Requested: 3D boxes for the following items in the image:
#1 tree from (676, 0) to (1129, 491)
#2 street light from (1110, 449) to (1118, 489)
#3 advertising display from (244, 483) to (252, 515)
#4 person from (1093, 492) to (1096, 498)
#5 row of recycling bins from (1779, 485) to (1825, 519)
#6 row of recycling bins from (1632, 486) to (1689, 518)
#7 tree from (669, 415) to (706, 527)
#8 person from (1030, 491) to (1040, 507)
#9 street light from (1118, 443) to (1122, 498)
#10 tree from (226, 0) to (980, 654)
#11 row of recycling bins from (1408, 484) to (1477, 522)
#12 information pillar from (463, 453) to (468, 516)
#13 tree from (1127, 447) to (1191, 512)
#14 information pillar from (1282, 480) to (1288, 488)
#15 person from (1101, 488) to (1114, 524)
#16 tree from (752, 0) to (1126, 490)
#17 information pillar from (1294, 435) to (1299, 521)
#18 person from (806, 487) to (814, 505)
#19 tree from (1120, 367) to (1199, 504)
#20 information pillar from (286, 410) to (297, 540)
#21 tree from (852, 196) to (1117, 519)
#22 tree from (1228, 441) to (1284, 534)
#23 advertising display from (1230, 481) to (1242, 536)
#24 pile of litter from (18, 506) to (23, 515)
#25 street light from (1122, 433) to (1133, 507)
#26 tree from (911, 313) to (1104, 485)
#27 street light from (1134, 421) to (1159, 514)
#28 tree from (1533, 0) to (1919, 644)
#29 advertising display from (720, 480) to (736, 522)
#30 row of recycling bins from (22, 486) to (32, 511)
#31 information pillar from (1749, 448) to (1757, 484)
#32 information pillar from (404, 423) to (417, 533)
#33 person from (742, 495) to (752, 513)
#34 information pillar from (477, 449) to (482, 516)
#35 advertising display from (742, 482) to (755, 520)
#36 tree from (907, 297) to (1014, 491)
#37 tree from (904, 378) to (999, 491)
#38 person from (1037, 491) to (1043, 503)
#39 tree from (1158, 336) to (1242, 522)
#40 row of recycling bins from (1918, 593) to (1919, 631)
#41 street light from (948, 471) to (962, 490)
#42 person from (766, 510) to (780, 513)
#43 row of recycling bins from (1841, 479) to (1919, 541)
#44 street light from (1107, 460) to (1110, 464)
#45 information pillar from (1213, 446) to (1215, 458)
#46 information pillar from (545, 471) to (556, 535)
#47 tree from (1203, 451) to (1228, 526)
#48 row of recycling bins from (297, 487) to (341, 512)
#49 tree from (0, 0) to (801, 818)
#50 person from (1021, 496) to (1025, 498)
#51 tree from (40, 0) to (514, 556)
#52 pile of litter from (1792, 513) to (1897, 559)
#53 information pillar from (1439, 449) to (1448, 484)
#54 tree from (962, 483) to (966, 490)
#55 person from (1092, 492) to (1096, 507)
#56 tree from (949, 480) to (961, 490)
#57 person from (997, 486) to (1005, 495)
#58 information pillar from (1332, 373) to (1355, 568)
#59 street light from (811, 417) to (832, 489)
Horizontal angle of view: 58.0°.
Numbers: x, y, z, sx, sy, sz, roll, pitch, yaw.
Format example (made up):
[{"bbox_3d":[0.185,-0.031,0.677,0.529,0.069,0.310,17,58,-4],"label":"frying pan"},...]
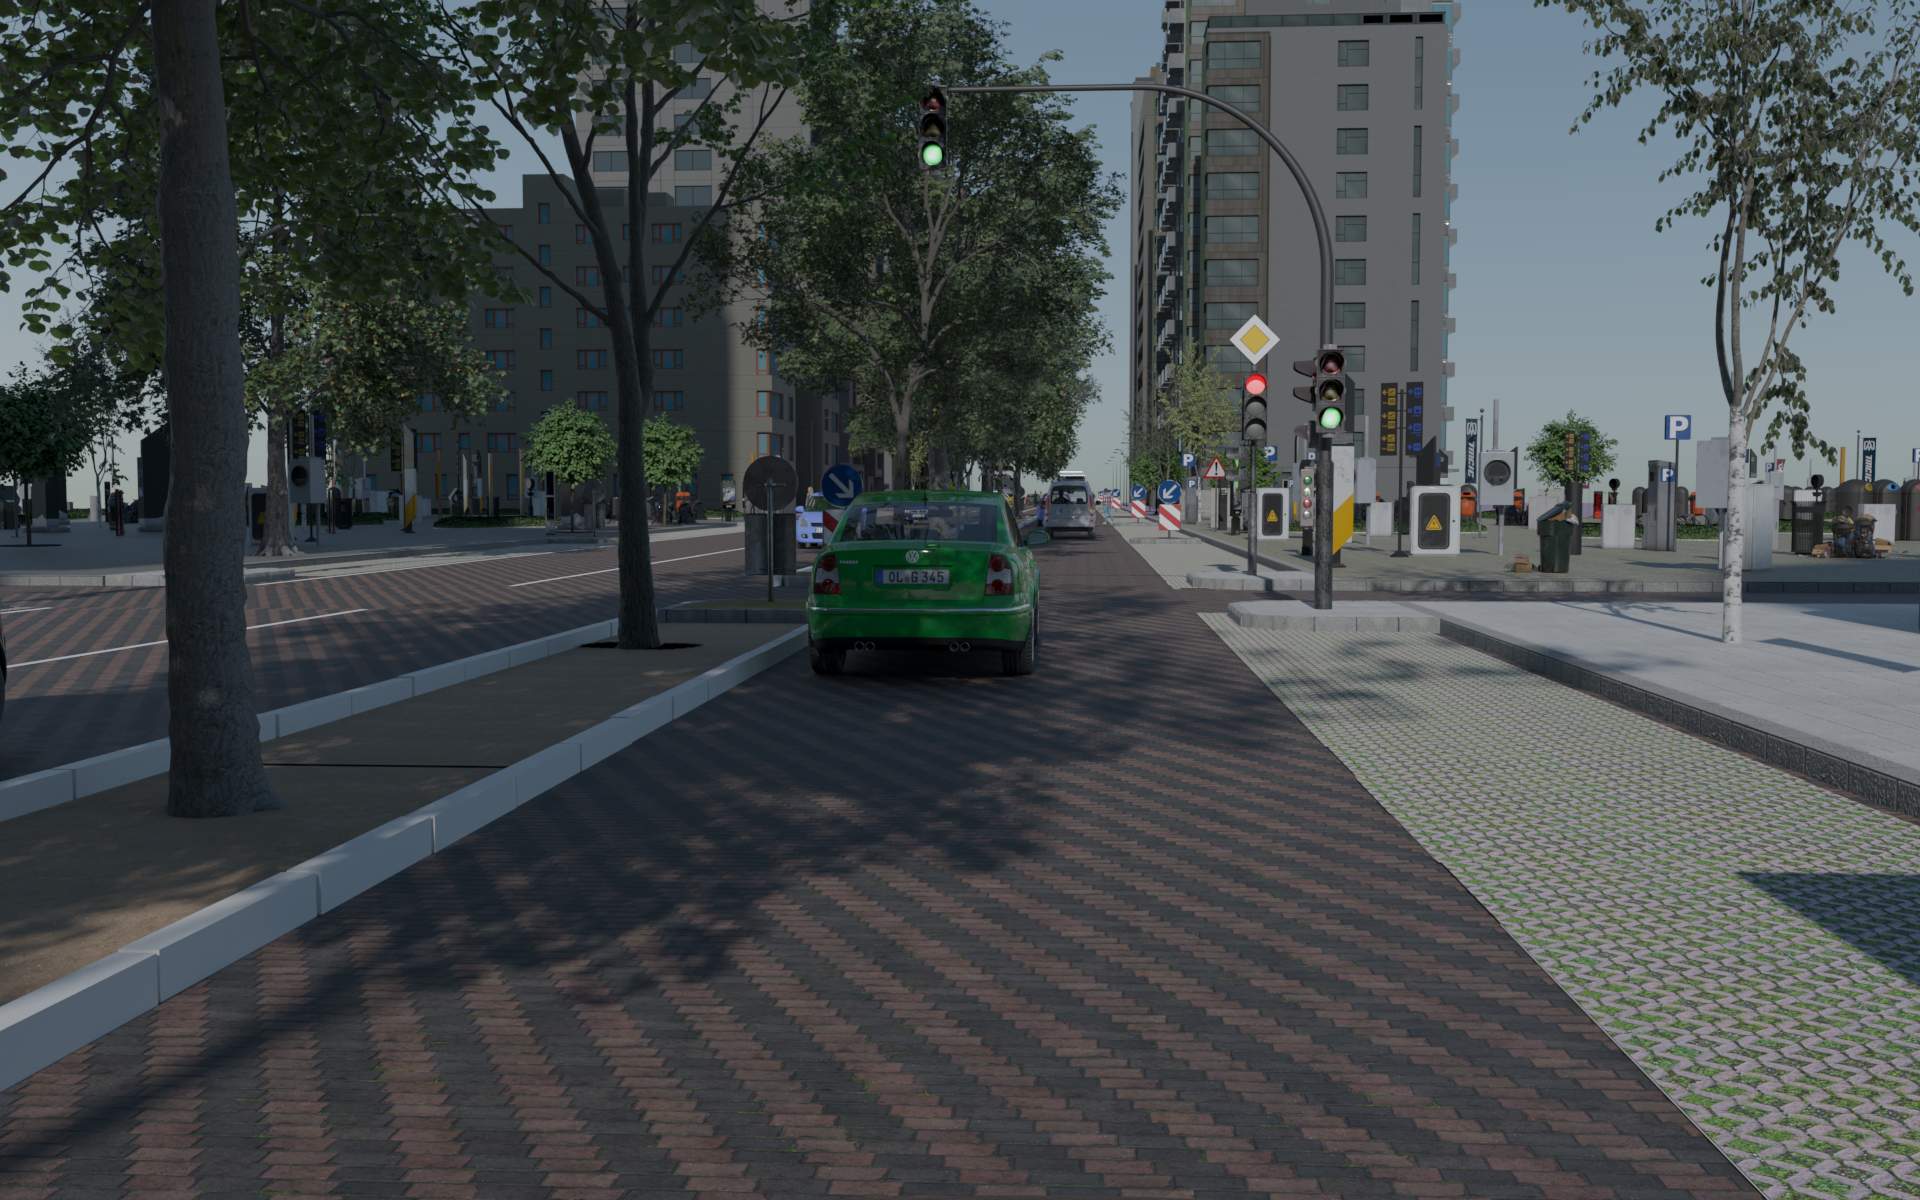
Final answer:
[{"bbox_3d":[-1.225,-5.790,31.528,8.767,10.594,7.601,0,4,4],"label":"tree"},{"bbox_3d":[17.636,-13.418,191.931,1.470,5.913,1.316,0,4,4],"label":"street light"},{"bbox_3d":[-40.776,-5.743,99.112,0.123,1.923,0.974,0,4,5],"label":"advertising display"},{"bbox_3d":[17.410,-13.355,227.376,1.217,1.766,0.721,-3,5,-44],"label":"person"},{"bbox_3d":[45.390,-5.166,91.573,3.534,1.692,1.069,-1,4,-11],"label":"row of recycling bins"},{"bbox_3d":[37.806,-5.289,93.595,1.069,1.692,3.534,-2,4,-27],"label":"row of recycling bins"},{"bbox_3d":[-11.695,-5.185,68.482,4.285,4.588,4.351,0,3,0],"label":"tree"},{"bbox_3d":[8.382,-11.265,192.698,1.348,1.821,0.705,-2,4,-31],"label":"person"},{"bbox_3d":[15.114,-11.176,155.272,1.470,5.913,1.316,0,4,4],"label":"street light"},{"bbox_3d":[-3.081,-5.359,15.831,9.928,11.665,9.643,0,3,0],"label":"tree"},{"bbox_3d":[20.192,-4.005,72.601,1.069,1.692,3.534,-2,4,-32],"label":"row of recycling bins"},{"bbox_3d":[-28.230,-6.578,98.909,0.183,3.616,0.504,-3,4,-37],"label":"information pillar"},{"bbox_3d":[13.474,-8.486,122.467,4.285,4.588,4.351,0,3,0],"label":"tree"},{"bbox_3d":[16.563,-5.122,88.243,0.304,2.012,0.304,0,4,1],"label":"information pillar"},{"bbox_3d":[7.040,-4.491,82.760,0.563,1.720,0.643,-3,4,-37],"label":"person"},{"bbox_3d":[-0.469,-8.109,41.697,9.857,13.997,8.962,0,3,0],"label":"tree"},{"bbox_3d":[12.089,-4.338,62.284,0.183,3.616,0.504,1,4,18],"label":"information pillar"},{"bbox_3d":[-7.534,-4.860,88.137,0.709,1.800,0.728,3,5,40],"label":"person"},{"bbox_3d":[11.398,-8.992,97.376,4.360,8.622,3.978,0,3,0],"label":"tree"},{"bbox_3d":[-18.769,-3.502,48.615,0.183,3.616,0.504,0,4,-4],"label":"information pillar"},{"bbox_3d":[0.991,-8.872,64.517,9.611,12.733,9.660,0,3,0],"label":"tree"},{"bbox_3d":[9.734,-3.788,56.531,1.663,3.219,1.824,0,3,0],"label":"tree"},{"bbox_3d":[8.553,-2.965,53.684,0.123,1.923,0.974,2,4,25],"label":"advertising display"},{"bbox_3d":[-42.171,-3.903,77.782,1.719,0.858,1.176,3,4,38],"label":"pile of litter"},{"bbox_3d":[13.363,-9.765,132.205,1.470,5.913,1.316,0,4,4],"label":"street light"},{"bbox_3d":[2.035,-10.678,87.406,12.009,13.543,11.850,0,3,0],"label":"tree"},{"bbox_3d":[11.887,-8.373,109.443,1.470,5.913,1.316,0,4,4],"label":"street light"},{"bbox_3d":[6.871,-3.927,14.569,4.360,8.622,3.978,0,3,0],"label":"tree"},{"bbox_3d":[-10.744,-4.590,80.260,0.123,1.923,0.974,2,4,31],"label":"advertising display"},{"bbox_3d":[-48.774,-5.089,90.310,1.069,1.692,3.534,0,4,-1],"label":"row of recycling bins"},{"bbox_3d":[40.751,-5.975,89.049,0.504,3.616,0.183,-2,4,-27],"label":"information pillar"},{"bbox_3d":[-18.069,-4.009,56.909,0.504,3.616,0.183,2,4,32],"label":"information pillar"},{"bbox_3d":[-9.270,-4.109,75.492,0.447,1.846,0.655,0,4,-3],"label":"person"},{"bbox_3d":[-25.068,-6.057,90.382,0.183,3.616,0.504,0,4,2],"label":"information pillar"},{"bbox_3d":[-10.415,-4.908,85.463,0.123,1.923,0.974,2,4,27],"label":"advertising display"},{"bbox_3d":[-0.039,-5.904,49.353,4.360,8.622,3.978,0,3,0],"label":"tree"},{"bbox_3d":[0.207,-6.284,55.556,4.737,8.622,4.395,0,3,0],"label":"tree"},{"bbox_3d":[9.134,-11.473,196.798,1.217,1.736,0.721,2,4,28],"label":"person"},{"bbox_3d":[11.167,-7.948,80.318,4.737,8.622,4.395,0,3,0],"label":"tree"},{"bbox_3d":[10.080,-0.586,16.696,1.069,1.692,3.534,3,5,43],"label":"row of recycling bins"},{"bbox_3d":[-0.850,-14.590,211.080,1.470,5.913,1.316,0,4,4],"label":"street light"},{"bbox_3d":[-5.304,-2.490,49.392,0.537,1.800,0.526,-1,4,-21],"label":"person"},{"bbox_3d":[25.770,-2.472,47.525,3.534,1.692,1.069,0,4,-6],"label":"row of recycling bins"},{"bbox_3d":[19.389,-14.855,215.417,1.470,5.913,1.316,0,4,4],"label":"street light"},{"bbox_3d":[12.464,-5.739,85.184,0.183,3.616,0.504,0,4,3],"label":"information pillar"},{"bbox_3d":[-12.805,-3.035,54.118,0.304,2.012,0.304,-1,4,-14],"label":"information pillar"},{"bbox_3d":[10.574,-4.650,70.626,1.663,3.219,1.824,0,3,0],"label":"tree"},{"bbox_3d":[-36.689,-5.591,98.522,3.534,1.692,1.069,2,4,24],"label":"row of recycling bins"},{"bbox_3d":[-3.270,-5.286,7.004,7.486,12.596,7.792,0,3,0],"label":"tree"},{"bbox_3d":[7.971,-12.662,218.706,0.628,1.438,0.799,-3,5,-43],"label":"person"},{"bbox_3d":[-14.158,-7.270,35.872,9.611,12.733,9.660,0,3,0],"label":"tree"},{"bbox_3d":[17.745,-1.281,34.902,1.719,0.858,1.176,3,4,38],"label":"pile of litter"},{"bbox_3d":[24.804,-5.971,88.980,0.504,3.616,0.183,0,4,-1],"label":"information pillar"},{"bbox_3d":[0.442,-15.330,245.239,1.663,3.219,1.824,0,3,0],"label":"tree"},{"bbox_3d":[14.816,-11.231,193.050,0.530,1.710,0.541,-2,4,-29],"label":"person"},{"bbox_3d":[-1.316,-13.899,221.851,1.663,3.219,1.824,0,3,0],"label":"tree"},{"bbox_3d":[1.929,-4.595,83.638,0.555,1.821,0.388,-1,4,-16],"label":"person"},{"bbox_3d":[6.605,-2.368,30.080,0.504,3.616,0.183,-1,4,-20],"label":"information pillar"},{"bbox_3d":[-8.406,-8.085,104.730,1.470,5.913,1.316,0,4,4],"label":"street light"}]
